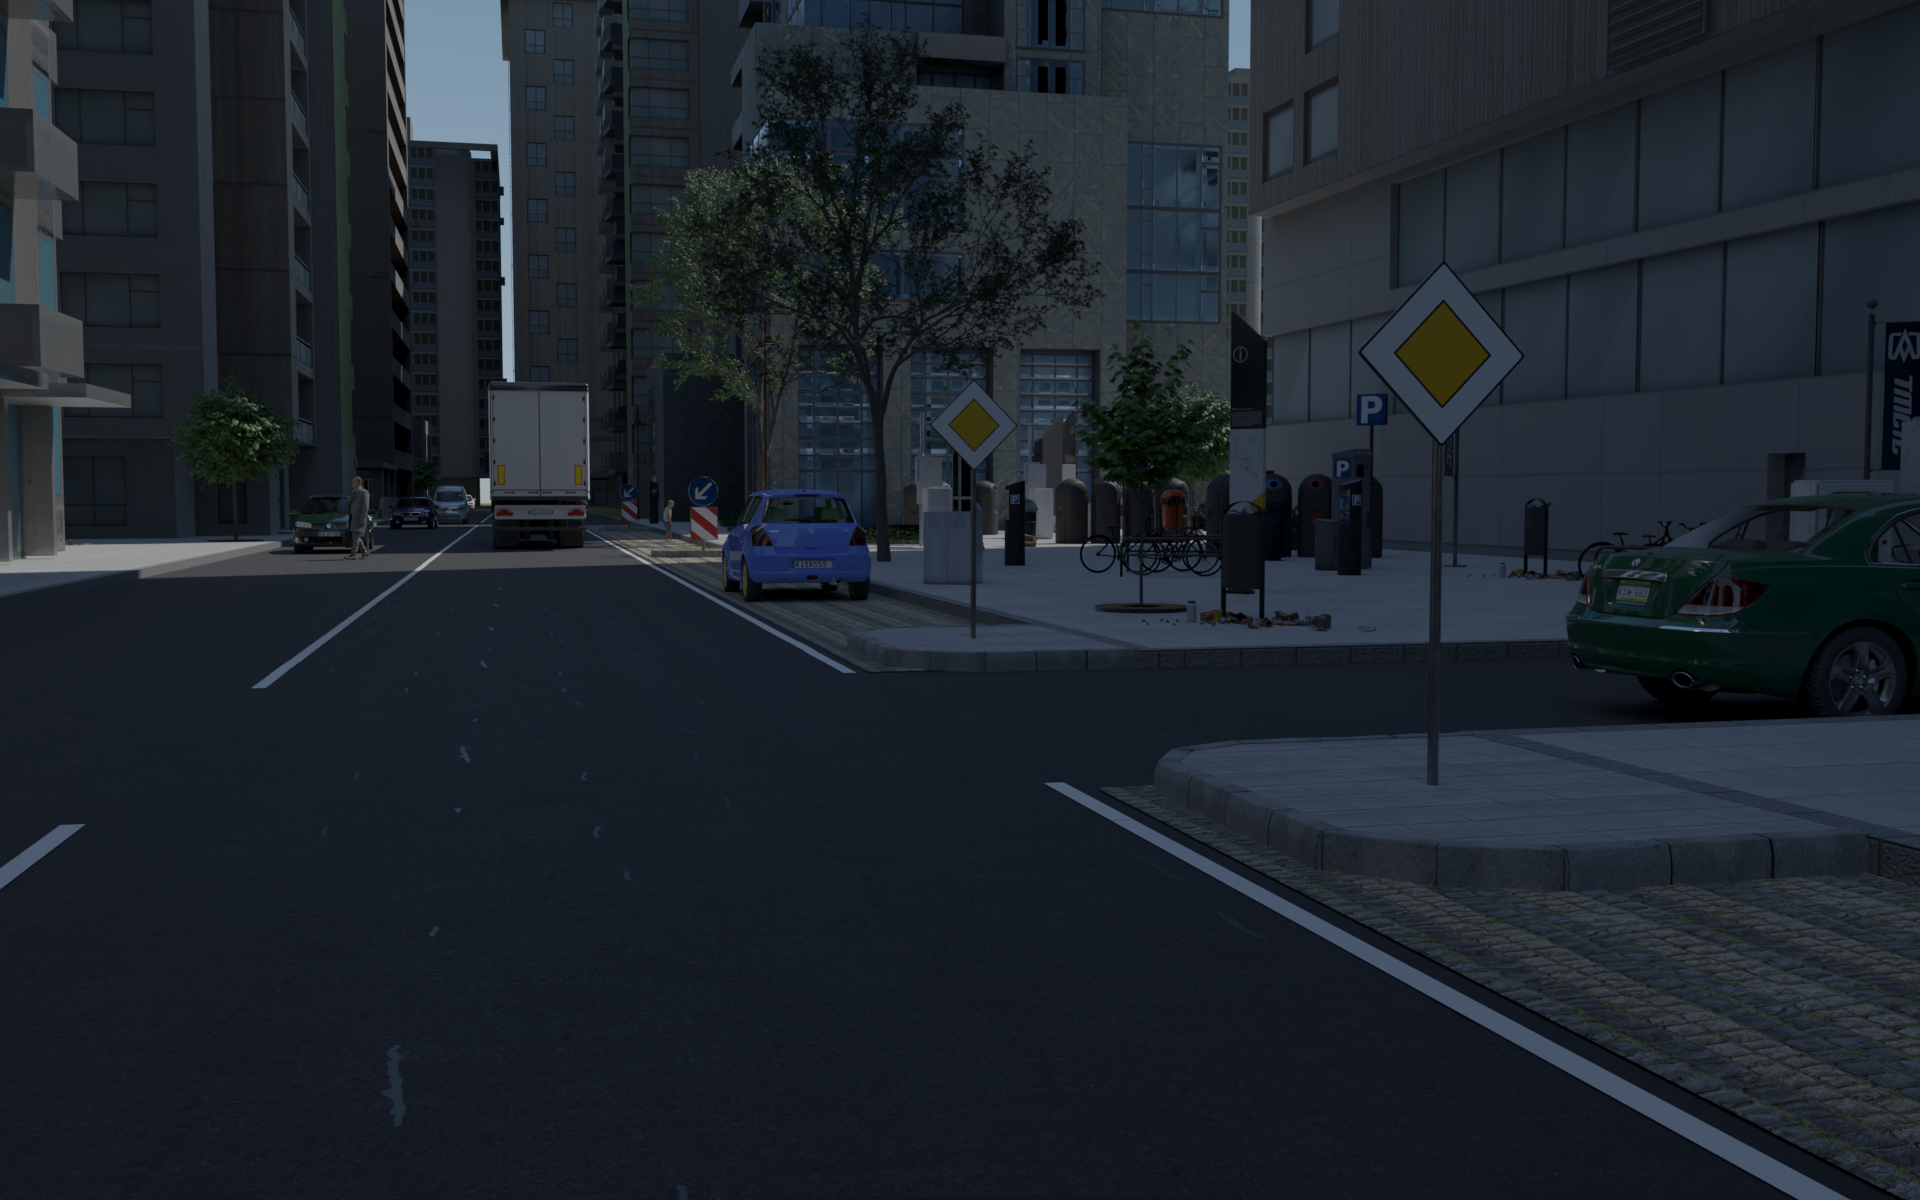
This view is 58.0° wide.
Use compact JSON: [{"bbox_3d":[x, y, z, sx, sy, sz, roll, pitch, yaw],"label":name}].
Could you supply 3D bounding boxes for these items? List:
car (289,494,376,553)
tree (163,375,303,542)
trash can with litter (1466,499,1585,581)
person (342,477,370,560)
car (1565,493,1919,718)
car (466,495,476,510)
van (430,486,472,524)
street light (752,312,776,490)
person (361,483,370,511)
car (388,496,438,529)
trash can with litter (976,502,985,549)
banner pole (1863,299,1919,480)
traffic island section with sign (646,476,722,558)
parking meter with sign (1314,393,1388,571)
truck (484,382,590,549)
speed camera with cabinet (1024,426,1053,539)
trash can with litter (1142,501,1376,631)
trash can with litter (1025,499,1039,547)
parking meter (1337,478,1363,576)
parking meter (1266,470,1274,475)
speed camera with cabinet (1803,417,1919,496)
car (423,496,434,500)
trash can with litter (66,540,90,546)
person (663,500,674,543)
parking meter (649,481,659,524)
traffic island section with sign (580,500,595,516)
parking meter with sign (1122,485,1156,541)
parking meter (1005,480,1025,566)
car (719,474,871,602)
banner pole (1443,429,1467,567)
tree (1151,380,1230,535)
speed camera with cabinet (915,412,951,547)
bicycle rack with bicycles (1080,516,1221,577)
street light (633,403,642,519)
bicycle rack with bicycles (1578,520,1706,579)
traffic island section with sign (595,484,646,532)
[{"bbox_3d":[-15.598,-2.042,43.176,2.009,1.686,4.222,-1,4,-16],"label":"car"},{"bbox_3d":[-19.781,-3.871,47.005,4.285,4.588,4.351,0,3,0],"label":"tree"},{"bbox_3d":[8.871,-0.928,26.235,1.678,1.210,2.233,-1,4,-17],"label":"trash can with litter"},{"bbox_3d":[-13.181,-1.784,37.778,0.694,1.812,0.767,3,4,39],"label":"person"},{"bbox_3d":[6.506,0.017,11.528,4.920,1.459,2.131,-1,4,-14],"label":"car"},{"bbox_3d":[-44.918,-8.834,156.803,2.083,1.381,4.827,-1,4,-16],"label":"car"},{"bbox_3d":[-24.597,-4.682,83.570,2.013,2.044,4.112,-1,4,-15],"label":"van"},{"bbox_3d":[-4.696,-4.226,41.877,0.468,5.910,1.993,-1,4,-14],"label":"street light"},{"bbox_3d":[-19.810,-2.991,57.396,0.794,1.824,0.713,-1,4,-13],"label":"person"},{"bbox_3d":[-22.610,-3.619,71.750,1.945,1.354,3.894,-1,4,-13],"label":"car"},{"bbox_3d":[0.315,-1.665,38.612,0.624,1.170,1.055,-1,4,-18],"label":"trash can with litter"},{"bbox_3d":[11.908,-1.970,22.228,0.863,3.779,0.401,1,4,20],"label":"banner pole"},{"bbox_3d":[-6.078,-1.907,39.808,1.989,1.847,2.006,-1,4,-14],"label":"traffic island section with sign"},{"bbox_3d":[6.648,-2.036,29.553,0.543,3.016,1.738,3,4,39],"label":"parking meter with sign"},{"bbox_3d":[-11.989,-3.668,48.882,2.839,4.237,11.283,-1,4,-15],"label":"truck"},{"bbox_3d":[2.289,-3.407,50.044,0.660,3.252,2.038,0,4,-5],"label":"speed camera with cabinet"},{"bbox_3d":[2.982,-0.355,16.857,1.678,1.210,2.233,-3,5,-40],"label":"trash can with litter"},{"bbox_3d":[1.711,-1.892,42.320,0.624,1.170,1.055,0,4,-7],"label":"trash can with litter"},{"bbox_3d":[6.166,-1.161,27.392,0.372,1.533,0.369,0,3,0],"label":"parking meter"},{"bbox_3d":[7.578,-2.269,42.802,0.255,1.863,0.399,-1,4,-10],"label":"parking meter"},{"bbox_3d":[10.954,-1.599,20.486,2.038,3.252,0.660,0,4,-5],"label":"speed camera with cabinet"},{"bbox_3d":[-29.931,-5.245,98.333,1.945,1.354,3.894,-1,4,-13],"label":"car"},{"bbox_3d":[-22.682,-1.939,42.756,2.233,1.210,1.678,-3,4,-37],"label":"trash can with litter"},{"bbox_3d":[-8.563,-2.308,50.913,0.352,1.250,0.332,1,4,11],"label":"person"},{"bbox_3d":[-13.225,-4.229,74.859,0.399,1.863,0.255,-2,4,-24],"label":"parking meter"},{"bbox_3d":[-24.954,-6.447,114.034,1.989,1.847,2.006,-1,4,-14],"label":"traffic island section with sign"},{"bbox_3d":[5.163,-3.094,46.855,1.738,3.016,0.543,-1,4,-22],"label":"parking meter with sign"},{"bbox_3d":[0.985,-1.386,31.074,0.372,1.533,0.369,0,3,0],"label":"parking meter"},{"bbox_3d":[-2.370,-0.903,24.352,1.945,1.707,3.694,-1,4,-14],"label":"car"},{"bbox_3d":[8.590,-2.459,30.225,0.401,3.779,0.863,2,4,35],"label":"banner pole"},{"bbox_3d":[6.776,-4.061,50.104,4.285,4.588,4.351,0,3,0],"label":"tree"},{"bbox_3d":[-0.630,-2.879,41.410,0.660,3.252,2.038,-1,4,-9],"label":"speed camera with cabinet"},{"bbox_3d":[3.363,-0.875,27.695,2.925,0.926,2.852,1,4,10],"label":"bicycle rack with bicycles"},{"bbox_3d":[-16.414,-7.063,88.270,0.468,5.910,1.993,-1,4,-14],"label":"street light"},{"bbox_3d":[9.511,-0.576,22.797,2.852,0.926,2.925,-3,5,-45],"label":"bicycle rack with bicycles"},{"bbox_3d":[-12.858,-3.539,66.489,1.989,1.847,2.006,-1,4,-14],"label":"traffic island section with sign"}]
